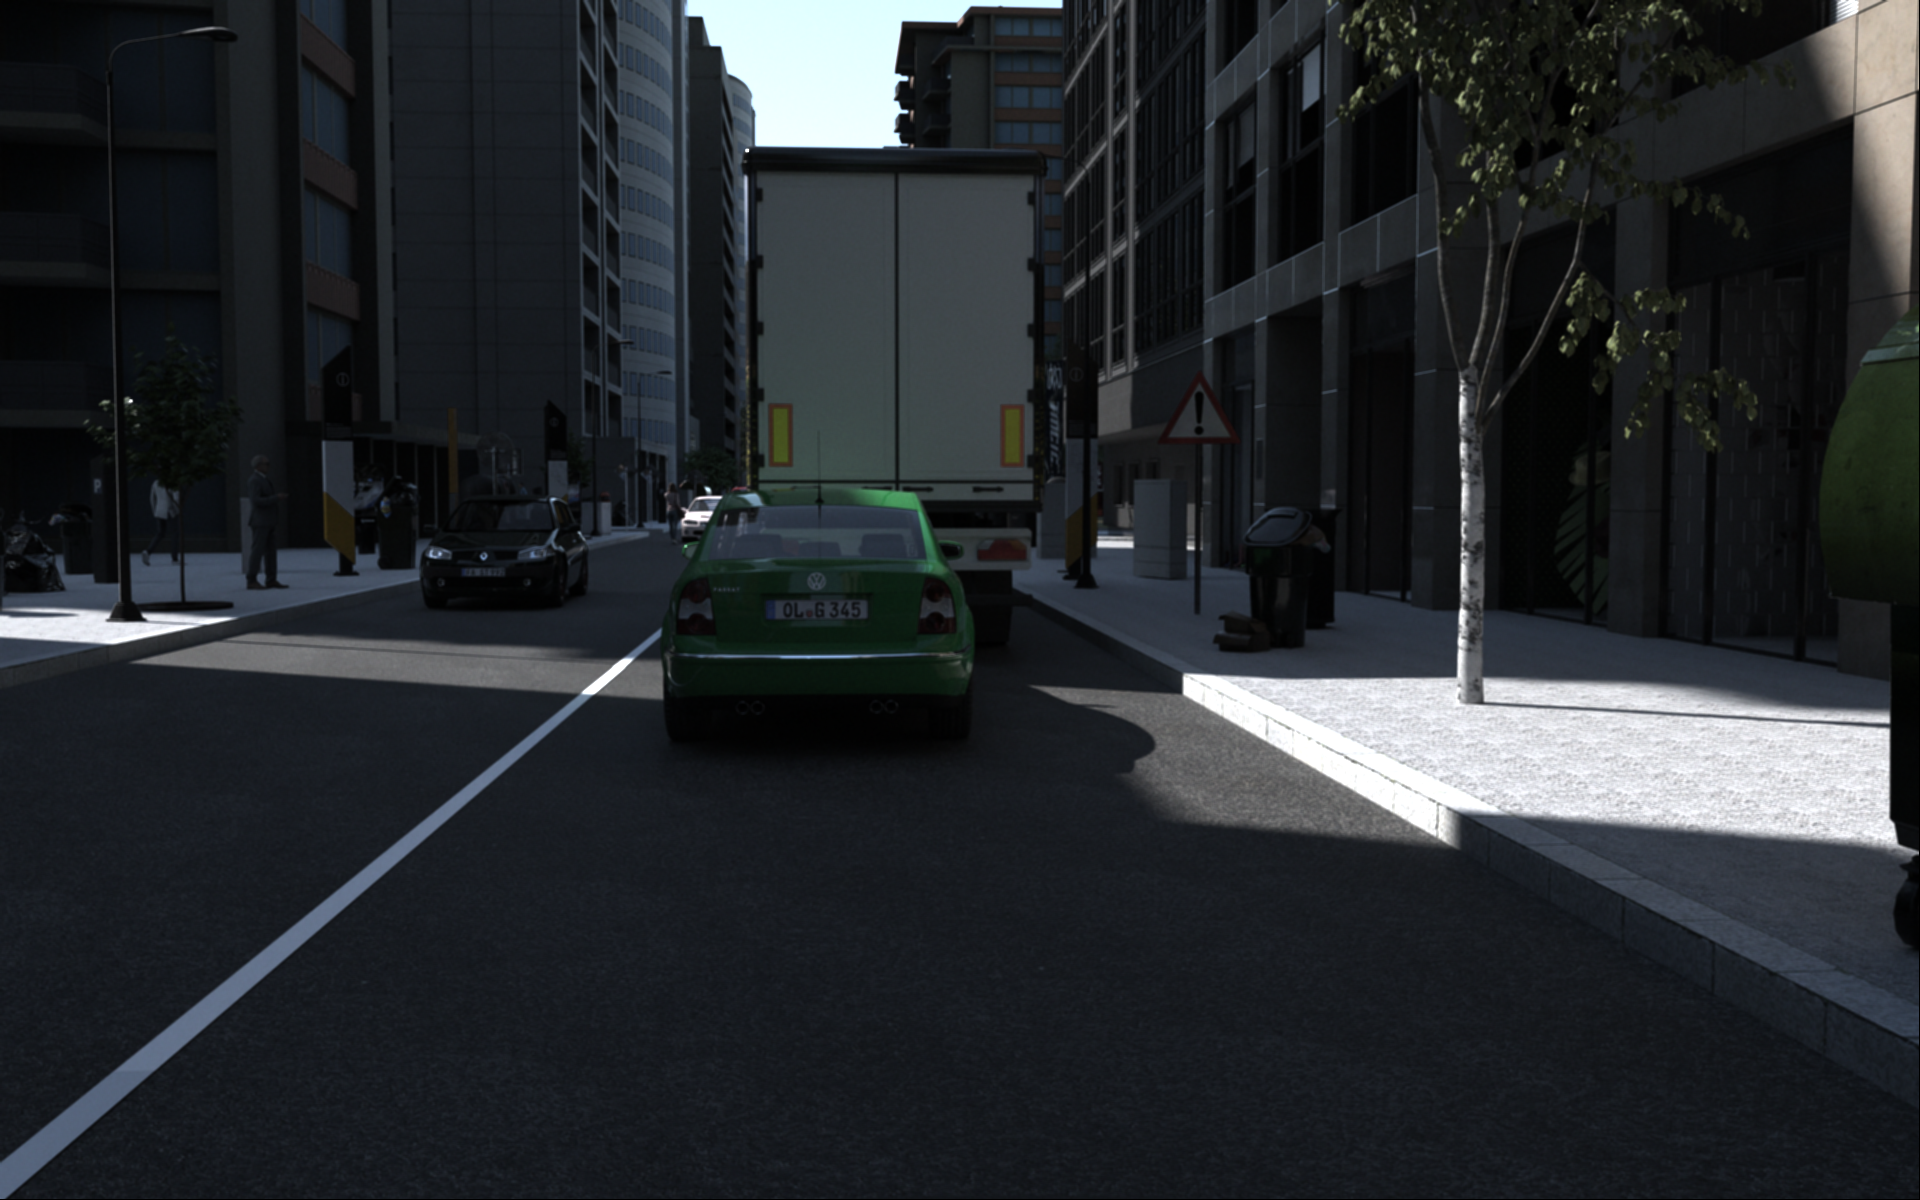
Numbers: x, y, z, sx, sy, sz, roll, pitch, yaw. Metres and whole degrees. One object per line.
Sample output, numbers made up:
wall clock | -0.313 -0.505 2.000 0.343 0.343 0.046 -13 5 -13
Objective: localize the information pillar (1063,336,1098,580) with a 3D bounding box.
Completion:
information pillar | 1.805 -2.111 25.869 0.504 3.616 0.183 0 4 -7

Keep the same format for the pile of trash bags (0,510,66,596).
pile of trash bags | -12.880 -0.716 21.451 1.912 1.369 3.447 0 4 7

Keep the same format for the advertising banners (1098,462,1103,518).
advertising banners | 8.026 -6.285 98.943 2.074 3.025 0.090 0 4 -2

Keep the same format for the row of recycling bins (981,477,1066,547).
row of recycling bins | 1.297 -2.156 42.367 3.534 1.692 1.069 3 4 39

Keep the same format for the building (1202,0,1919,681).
building | 15.173 -12.802 13.837 19.350 26.468 34.151 0 4 -4

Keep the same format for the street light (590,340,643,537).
street light | -10.510 -4.881 52.353 1.470 5.913 1.316 0 4 -4

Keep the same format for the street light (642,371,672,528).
street light | -11.549 -5.679 65.391 1.470 5.913 1.316 0 4 -4

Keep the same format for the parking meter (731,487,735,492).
parking meter | -17.375 -7.762 132.624 0.399 1.863 0.255 -2 4 -26

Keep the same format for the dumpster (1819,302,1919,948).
dumpster | 3.280 -0.097 4.088 1.502 2.255 1.985 0 4 -4

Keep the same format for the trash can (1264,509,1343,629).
trash can | 3.288 -0.304 16.617 0.748 1.137 0.748 0 3 0

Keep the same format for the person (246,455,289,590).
person | -9.316 -1.047 23.342 0.590 1.801 0.661 -1 4 -11

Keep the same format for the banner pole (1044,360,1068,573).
banner pole | 1.653 -2.352 28.477 0.401 3.779 0.863 -3 4 -36

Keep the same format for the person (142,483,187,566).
person | -14.266 -1.539 31.054 0.661 1.843 0.795 2 4 23

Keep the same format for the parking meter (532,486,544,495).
parking meter | -13.884 -2.974 57.029 0.372 1.533 0.369 0 3 0

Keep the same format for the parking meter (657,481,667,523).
parking meter | -13.155 -4.323 76.395 0.399 1.863 0.255 0 4 -6

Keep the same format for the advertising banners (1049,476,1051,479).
advertising banners | 6.648 -8.443 134.224 0.090 3.025 2.074 -2 4 -24

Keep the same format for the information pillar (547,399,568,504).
information pillar | -9.998 -3.158 42.996 0.504 3.616 0.183 -3 4 -38

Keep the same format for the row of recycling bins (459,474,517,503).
row of recycling bins | -10.201 -1.852 37.396 1.069 1.692 3.534 0 4 -8

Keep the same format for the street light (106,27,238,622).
street light | -7.896 -2.742 17.376 1.470 5.913 1.316 0 4 -4

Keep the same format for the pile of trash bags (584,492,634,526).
pile of trash bags | -14.179 -3.661 69.616 1.912 1.369 3.447 -1 4 -16

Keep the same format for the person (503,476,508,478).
person | -11.205 -2.249 43.014 0.583 1.804 0.606 3 5 41

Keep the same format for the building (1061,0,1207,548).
building | 10.903 -15.237 42.637 14.314 27.812 24.014 0 4 -4

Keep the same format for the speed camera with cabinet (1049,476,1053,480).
speed camera with cabinet | 6.189 -6.883 106.875 0.660 3.252 2.038 -2 4 -26

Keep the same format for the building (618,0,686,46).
building | -30.613 -35.327 119.592 21.231 58.520 28.212 0 4 -4

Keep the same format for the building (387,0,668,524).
building | -24.803 -39.333 81.343 20.563 71.187 20.611 0 4 -4

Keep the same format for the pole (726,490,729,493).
pole | -16.997 -8.125 126.683 0.158 3.312 0.155 0 3 0

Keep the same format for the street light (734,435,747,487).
street light | -16.974 -9.925 134.819 1.470 5.913 1.316 0 4 -4

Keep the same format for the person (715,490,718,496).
person | -19.330 -8.043 137.757 0.699 1.804 1.509 0 4 -1

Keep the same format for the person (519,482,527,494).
person | -17.915 -3.966 71.236 0.444 1.785 0.601 -1 4 -12

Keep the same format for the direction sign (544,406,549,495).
direction sign | -10.574 -3.206 44.422 0.379 3.537 0.876 -1 4 -20

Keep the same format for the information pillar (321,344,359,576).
information pillar | -9.704 -2.184 27.057 0.183 3.616 0.504 3 5 42

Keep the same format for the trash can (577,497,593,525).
trash can | -15.727 -3.725 72.565 0.748 1.137 0.748 0 3 0

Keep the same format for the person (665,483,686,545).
person | -8.146 -2.456 49.239 0.593 1.750 0.643 1 4 18

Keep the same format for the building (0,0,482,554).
building | -28.106 -23.708 42.253 28.867 44.769 22.147 0 4 -4

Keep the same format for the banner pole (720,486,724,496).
banner pole | -15.651 -7.578 113.917 0.401 3.779 0.863 -2 4 -26

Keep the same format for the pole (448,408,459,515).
pole | -11.987 -2.884 40.996 0.158 3.312 0.155 0 3 0

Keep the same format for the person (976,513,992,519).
person | 0.425 -1.900 37.382 0.520 1.790 0.573 -2 4 -29

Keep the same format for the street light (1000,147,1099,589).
street light | 1.184 -3.112 23.427 1.470 5.913 1.316 0 4 -4

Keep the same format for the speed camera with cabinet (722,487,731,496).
speed camera with cabinet | -17.202 -8.204 128.463 0.660 3.252 2.038 0 4 6

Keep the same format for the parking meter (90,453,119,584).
parking meter | -12.295 -1.177 24.949 0.399 1.863 0.255 2 4 34

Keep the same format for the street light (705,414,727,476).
street light | -14.136 -7.794 99.967 1.470 5.913 1.316 0 4 -4
